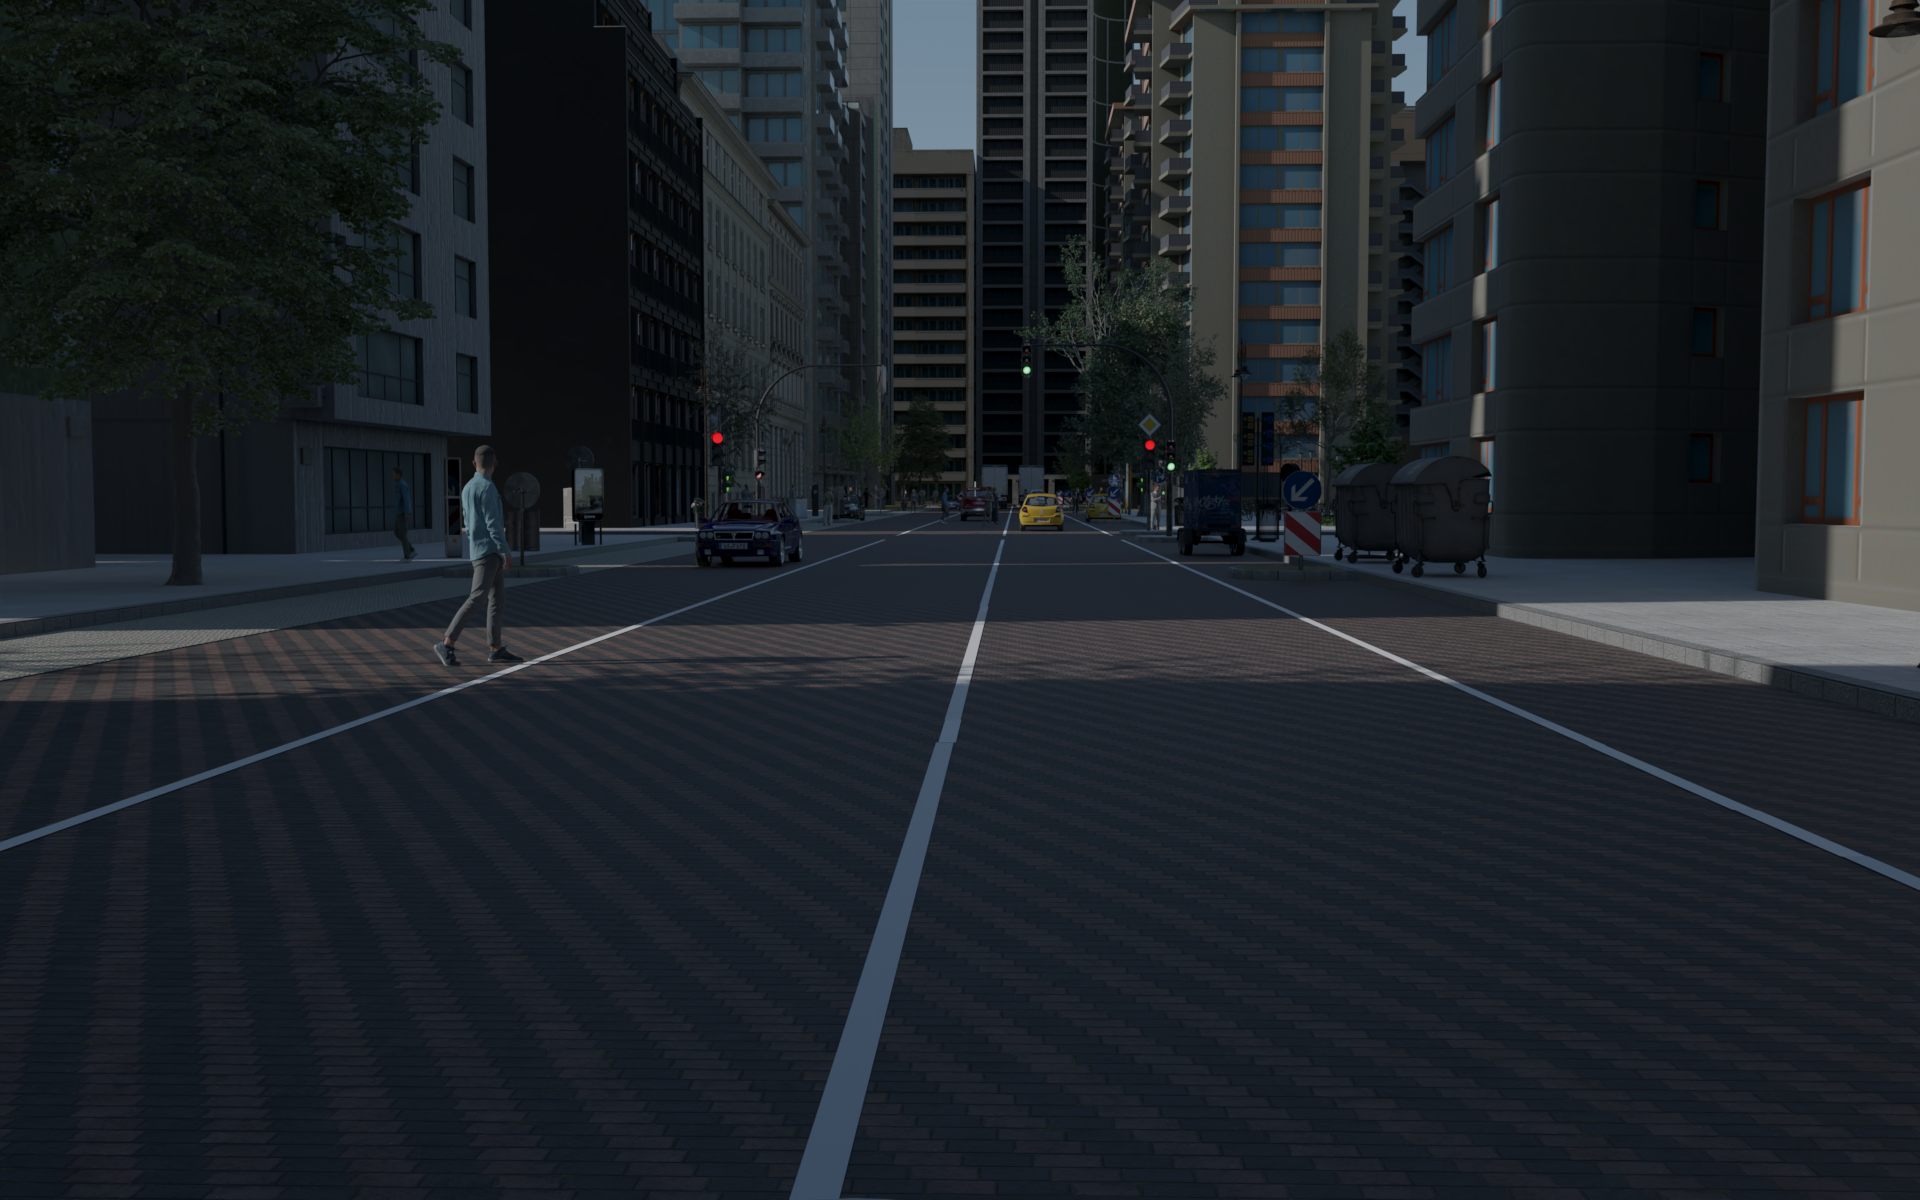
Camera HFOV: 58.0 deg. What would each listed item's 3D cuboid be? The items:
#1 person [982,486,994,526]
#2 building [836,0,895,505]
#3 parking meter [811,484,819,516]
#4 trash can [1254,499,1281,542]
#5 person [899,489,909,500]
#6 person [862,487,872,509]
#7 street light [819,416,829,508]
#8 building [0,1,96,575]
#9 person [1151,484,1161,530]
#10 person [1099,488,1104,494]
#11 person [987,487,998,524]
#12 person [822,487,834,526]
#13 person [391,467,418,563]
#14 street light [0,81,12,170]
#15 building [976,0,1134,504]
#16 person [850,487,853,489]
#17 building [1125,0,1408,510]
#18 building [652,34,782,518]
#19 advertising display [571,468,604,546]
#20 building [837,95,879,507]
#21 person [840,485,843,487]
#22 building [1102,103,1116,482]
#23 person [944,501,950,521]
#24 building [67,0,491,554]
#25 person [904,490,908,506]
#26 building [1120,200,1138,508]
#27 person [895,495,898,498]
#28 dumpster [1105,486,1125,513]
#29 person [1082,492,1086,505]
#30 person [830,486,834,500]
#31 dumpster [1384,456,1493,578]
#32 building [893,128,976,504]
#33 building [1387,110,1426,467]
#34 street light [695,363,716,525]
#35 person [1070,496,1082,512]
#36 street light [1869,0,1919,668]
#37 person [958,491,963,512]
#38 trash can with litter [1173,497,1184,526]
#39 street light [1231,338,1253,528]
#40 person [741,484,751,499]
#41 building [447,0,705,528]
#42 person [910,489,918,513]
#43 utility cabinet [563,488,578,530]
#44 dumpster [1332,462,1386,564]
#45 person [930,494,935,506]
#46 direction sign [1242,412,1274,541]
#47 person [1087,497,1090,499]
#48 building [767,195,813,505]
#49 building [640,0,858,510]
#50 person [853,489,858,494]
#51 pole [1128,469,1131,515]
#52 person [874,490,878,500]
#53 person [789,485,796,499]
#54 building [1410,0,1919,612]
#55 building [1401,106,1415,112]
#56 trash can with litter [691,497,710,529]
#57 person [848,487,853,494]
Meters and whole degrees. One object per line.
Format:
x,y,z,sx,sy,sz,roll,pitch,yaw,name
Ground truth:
1.211,-4.148,76.666,0.374,1.781,0.599,-3,4,-36,person
-18.489,-46.458,197.833,20.611,71.187,20.563,0,4,2,building
-8.367,-5.761,99.897,0.399,1.863,0.255,-1,4,-15,parking meter
8.238,-2.121,46.326,0.748,1.137,0.748,0,3,0,trash can
-6.016,-10.849,183.409,1.348,1.826,0.705,-3,5,-40,person
-8.286,-9.062,153.836,0.705,1.869,1.348,3,4,39,person
-7.861,-7.796,100.252,0.468,5.910,1.993,0,4,2,street light
-22.291,-20.716,22.307,14.154,41.232,14.086,0,4,2,building
7.293,-3.386,64.046,0.511,1.800,0.466,-3,4,-37,person
11.451,-8.178,139.890,0.705,1.807,1.348,2,4,33,person
1.613,-4.481,82.178,0.534,1.772,0.576,-2,4,-31,person
-5.965,-4.228,78.178,0.519,1.759,0.362,-1,4,-19,person
-10.309,-1.575,32.134,0.444,1.785,0.601,-1,4,-9,person
-10.477,-2.767,18.025,0.468,5.910,1.993,0,4,2,street light
12.648,-48.463,230.621,20.611,71.187,20.563,0,4,2,building
-8.689,-8.079,138.217,0.705,1.814,1.350,1,4,17,person
25.473,-30.237,148.998,22.147,44.769,28.867,0,4,2,building
-19.812,-16.045,95.620,16.112,22.955,30.059,0,4,2,building
-9.337,-2.339,43.452,0.123,1.923,0.974,2,4,35,advertising display
-15.726,-29.954,173.348,14.154,41.232,14.086,0,4,2,building
-7.499,-6.348,109.615,0.755,1.850,0.659,0,4,4,person
27.266,-32.858,191.858,22.147,44.769,28.867,0,4,2,building
-0.714,-4.908,93.423,0.352,1.250,0.332,3,4,38,person
-19.900,-16.592,42.977,14.107,30.474,14.160,0,4,2,building
-5.970,-10.974,186.278,0.742,1.727,0.445,-2,4,-23,person
22.749,-24.421,170.981,14.160,30.474,14.107,0,4,2,building
-8.343,-12.661,215.517,1.348,1.824,0.705,2,4,26,person
10.327,-6.707,115.424,1.264,1.857,1.865,0,4,2,dumpster
14.410,-11.771,199.293,0.721,1.735,1.217,-3,4,-36,person
-8.168,-6.393,110.916,0.624,1.780,0.694,-1,4,-14,person
7.541,-1.308,27.149,1.264,1.857,1.865,0,4,2,dumpster
-8.441,-37.215,232.172,21.600,48.544,21.300,0,4,2,building
46.084,-33.597,199.415,14.200,45.320,14.600,0,4,2,building
-9.005,-5.418,61.373,0.468,5.910,1.993,0,4,2,street light
9.190,-7.827,137.173,1.217,1.736,0.721,-2,4,-35,person
7.151,-2.433,12.576,0.468,5.910,1.993,0,4,2,street light
0.148,-8.013,140.453,0.436,1.711,0.756,-2,4,-32,person
8.806,-3.574,69.822,0.624,1.170,1.055,0,4,1,trash can with litter
8.363,-4.820,51.599,0.468,5.910,1.993,0,4,2,street light
-10.849,-4.971,87.592,0.520,1.790,0.573,-1,4,-20,person
-18.253,-14.853,72.523,12.332,23.373,15.834,0,4,2,building
-3.459,-7.441,130.348,0.537,1.800,0.526,1,4,15,person
-13.313,-3.164,60.417,1.173,1.500,0.318,2,4,33,utility cabinet
7.765,-1.638,32.534,1.264,1.857,1.865,0,4,2,dumpster
-3.155,-11.441,198.741,0.628,1.438,0.799,0,4,-8,person
8.223,-3.417,47.858,0.876,3.537,0.379,0,4,1,direction sign
12.076,-9.409,160.012,0.705,1.807,1.348,2,4,26,person
-16.893,-17.873,121.108,11.050,23.489,19.941,0,4,2,building
-21.499,-32.504,151.054,23.786,49.044,30.456,0,4,2,building
-8.670,-8.301,142.488,1.217,1.735,0.721,2,4,32,person
10.371,-6.855,105.921,0.158,3.312,0.155,0,3,0,pole
-7.143,-8.706,149.050,0.551,1.740,0.621,-1,4,-16,person
-9.505,-5.640,98.380,0.709,1.813,0.853,3,5,44,person
24.551,-11.175,27.756,27.650,21.520,28.899,0,4,2,building
59.389,-39.434,233.988,27.495,52.752,28.713,0,4,2,building
-9.266,-3.184,63.439,1.055,1.170,0.624,-2,4,-28,trash can with litter
-8.814,-7.822,134.142,1.509,1.804,0.699,-2,4,-25,person
